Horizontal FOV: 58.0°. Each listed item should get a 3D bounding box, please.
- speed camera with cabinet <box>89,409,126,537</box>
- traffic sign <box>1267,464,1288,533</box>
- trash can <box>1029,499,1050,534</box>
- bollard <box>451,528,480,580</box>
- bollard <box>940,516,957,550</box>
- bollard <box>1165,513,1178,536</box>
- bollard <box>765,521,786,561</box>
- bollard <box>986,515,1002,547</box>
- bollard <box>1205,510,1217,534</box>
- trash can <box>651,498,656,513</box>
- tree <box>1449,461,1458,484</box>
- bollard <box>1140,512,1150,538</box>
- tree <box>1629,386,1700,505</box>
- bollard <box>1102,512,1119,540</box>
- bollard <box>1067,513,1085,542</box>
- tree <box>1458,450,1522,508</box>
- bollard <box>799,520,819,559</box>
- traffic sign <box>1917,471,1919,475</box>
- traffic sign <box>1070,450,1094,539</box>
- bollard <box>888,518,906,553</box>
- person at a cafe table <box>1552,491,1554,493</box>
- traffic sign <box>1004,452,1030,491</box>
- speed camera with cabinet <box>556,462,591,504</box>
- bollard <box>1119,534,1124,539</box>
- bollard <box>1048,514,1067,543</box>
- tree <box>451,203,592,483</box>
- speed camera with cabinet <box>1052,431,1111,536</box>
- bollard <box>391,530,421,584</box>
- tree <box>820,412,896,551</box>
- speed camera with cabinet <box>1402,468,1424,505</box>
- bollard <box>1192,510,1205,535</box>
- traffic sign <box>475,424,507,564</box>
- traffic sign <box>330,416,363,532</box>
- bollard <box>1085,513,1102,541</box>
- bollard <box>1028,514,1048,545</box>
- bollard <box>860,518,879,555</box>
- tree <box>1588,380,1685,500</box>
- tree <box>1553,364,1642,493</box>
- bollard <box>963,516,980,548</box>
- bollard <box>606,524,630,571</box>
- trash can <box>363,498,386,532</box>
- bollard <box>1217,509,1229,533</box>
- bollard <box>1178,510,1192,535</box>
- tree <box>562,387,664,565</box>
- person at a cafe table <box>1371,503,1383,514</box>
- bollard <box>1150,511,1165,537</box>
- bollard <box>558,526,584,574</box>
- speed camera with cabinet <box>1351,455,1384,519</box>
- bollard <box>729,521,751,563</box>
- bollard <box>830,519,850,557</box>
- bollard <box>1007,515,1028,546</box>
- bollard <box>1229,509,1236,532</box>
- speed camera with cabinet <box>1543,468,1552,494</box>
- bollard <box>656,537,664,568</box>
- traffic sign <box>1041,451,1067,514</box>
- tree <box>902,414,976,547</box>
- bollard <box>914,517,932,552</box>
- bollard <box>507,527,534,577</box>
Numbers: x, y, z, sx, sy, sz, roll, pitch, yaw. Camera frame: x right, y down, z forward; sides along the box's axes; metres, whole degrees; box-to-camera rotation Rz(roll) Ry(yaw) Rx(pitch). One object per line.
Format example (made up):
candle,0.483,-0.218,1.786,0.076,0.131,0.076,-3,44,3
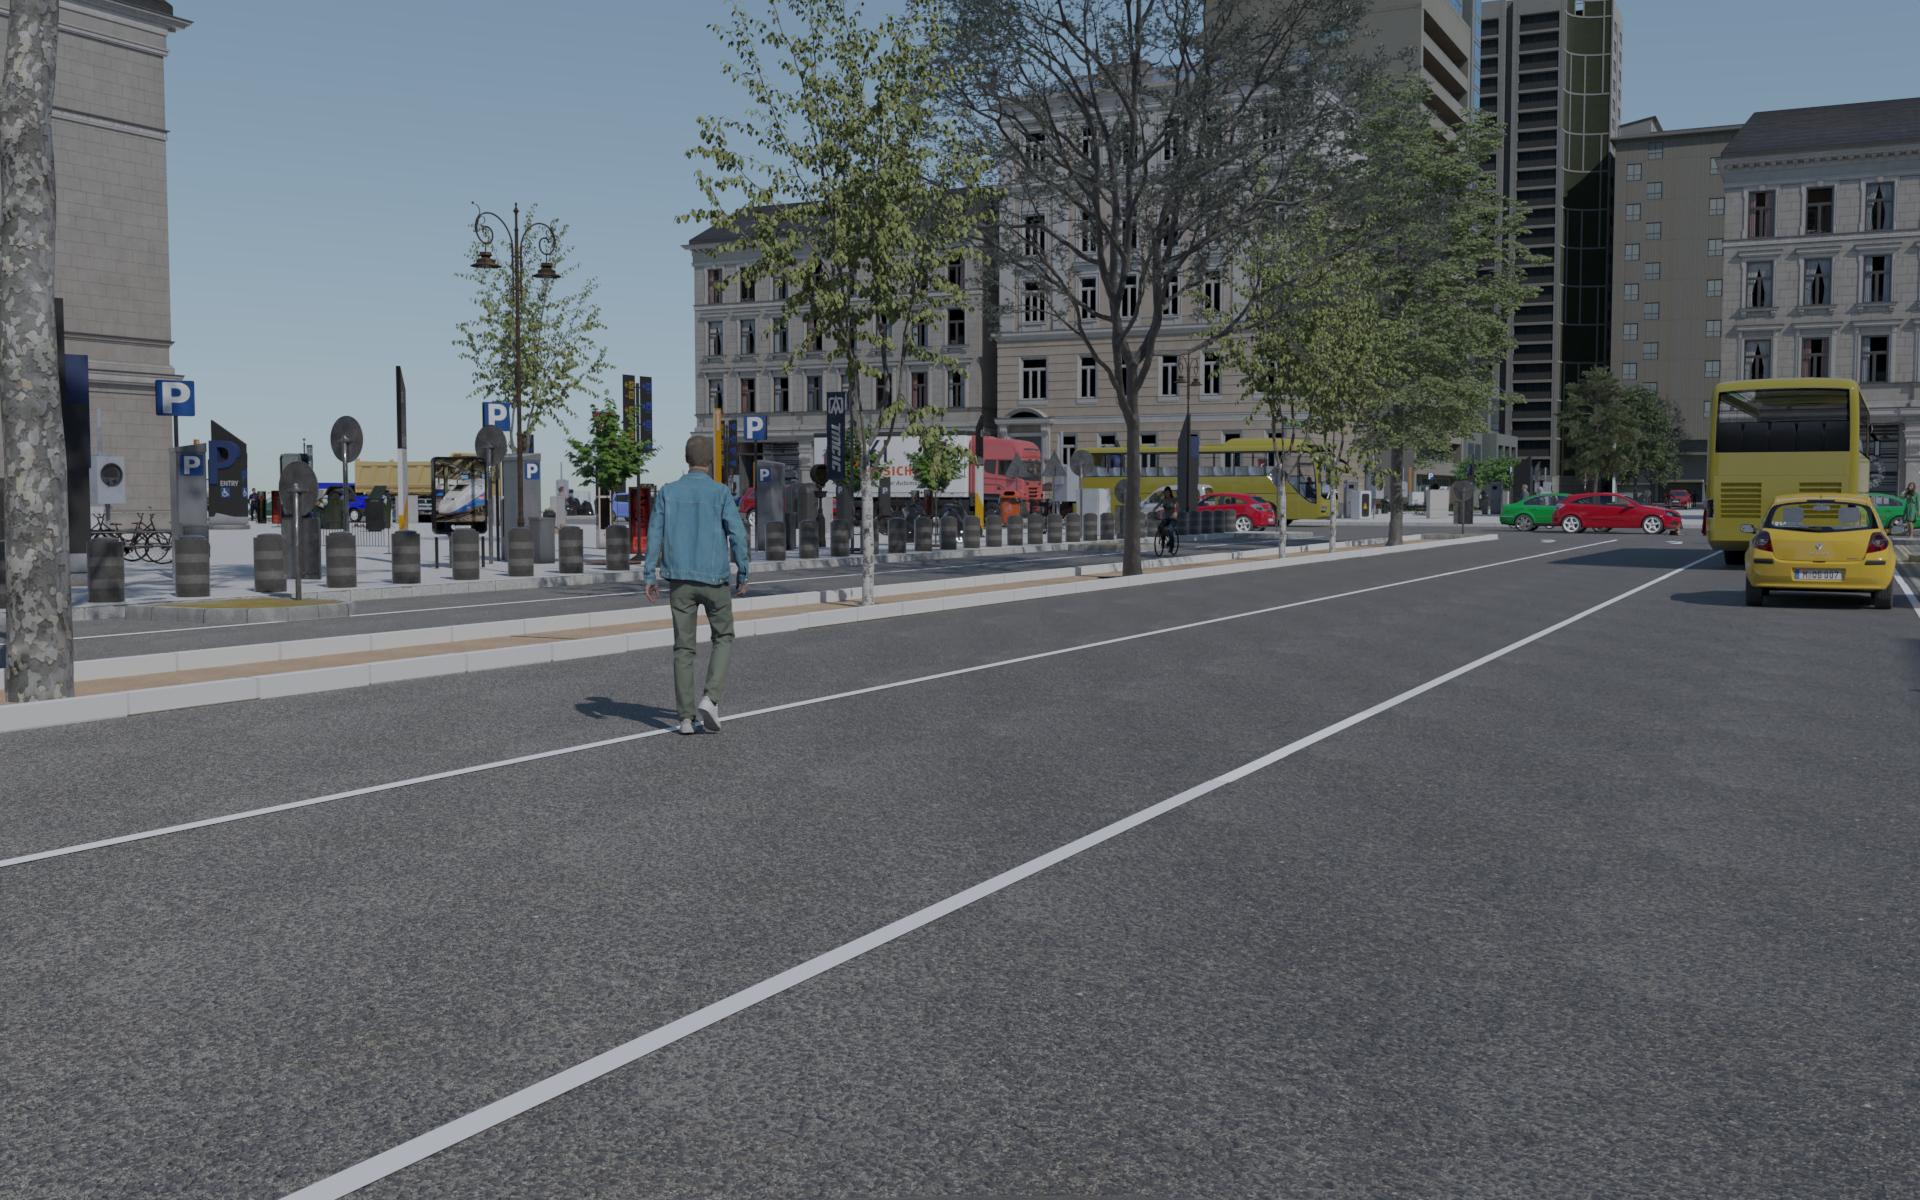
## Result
speed camera with cabinet,-20.154,-2.762,39.492,0.660,3.252,2.038,2,4,33
traffic sign,10.548,-3.296,57.538,0.795,2.450,0.064,2,4,27
trash can,2.538,-2.678,55.431,0.748,1.137,0.748,0,3,0
bollard,-7.409,-0.687,25.957,0.404,0.777,0.398,0,3,0
bollard,-0.271,-1.541,39.918,0.404,0.777,0.398,0,3,0
bollard,6.326,-2.331,52.823,0.404,0.777,0.398,0,3,0
bollard,-3.565,-1.147,33.477,0.404,0.777,0.398,0,3,0
bollard,0.822,-1.672,42.059,0.404,0.777,0.398,0,3,0
bollard,7.973,-2.528,56.045,0.404,0.777,0.398,0,3,0
trash can,-24.227,-7.503,134.327,0.748,1.137,0.748,0,3,0
tree,41.022,-9.514,139.268,4.285,4.588,4.351,0,3,0
bollard,5.225,-2.199,50.665,0.404,0.777,0.398,0,3,0
tree,78.328,-17.491,196.353,12.009,13.543,11.850,0,3,0
bollard,4.120,-2.067,48.508,0.404,0.777,0.398,0,3,0
bollard,3.021,-1.935,46.360,0.404,0.777,0.398,0,3,0
tree,40.495,-8.890,129.059,4.285,4.588,4.351,0,3,0
bollard,-3.014,-1.213,34.545,0.404,0.777,0.398,0,3,0
traffic sign,27.457,-2.768,48.902,0.795,2.450,0.064,2,4,27
traffic sign,3.491,-3.047,49.921,0.768,2.556,0.104,2,4,28
bollard,-1.372,-1.410,37.773,0.404,0.777,0.398,0,3,0
person at a cafe table,47.992,-8.068,140.428,1.698,1.524,1.622,2,4,25
traffic sign,1.761,-3.306,54.057,0.884,2.594,0.081,2,4,28
speed camera with cabinet,-24.014,-6.926,107.568,2.038,3.252,0.660,0,4,1
bollard,4.678,-2.133,49.595,0.404,0.777,0.398,0,3,0
bollard,2.474,-1.869,45.277,0.404,0.777,0.398,0,3,0
tree,-11.219,-5.777,44.808,4.737,8.622,4.395,0,3,0
speed camera with cabinet,3.780,-3.644,53.914,0.660,3.252,2.038,-3,5,-42
bollard,-7.959,-0.622,24.886,0.404,0.777,0.398,0,3,0
tree,-2.285,-2.726,39.180,1.663,3.219,1.824,0,3,0
speed camera with cabinet,33.722,-8.283,129.768,2.038,3.252,0.660,-1,4,-13
bollard,7.425,-2.462,54.975,0.404,0.777,0.398,0,3,0
traffic sign,-8.606,-1.933,31.710,0.768,2.556,0.104,2,4,28
traffic sign,-9.979,-1.714,28.138,0.768,2.556,0.104,2,4,30
bollard,3.568,-2.001,47.430,0.404,0.777,0.398,0,3,0
bollard,1.920,-1.804,44.207,0.404,0.777,0.398,0,3,0
bollard,-1.917,-1.344,36.698,0.404,0.777,0.398,0,3,0
tree,67.982,-15.735,174.277,9.611,12.733,9.660,0,3,0
tree,53.424,-13.657,145.347,6.751,12.117,7.091,0,3,0
bollard,0.277,-1.607,40.988,0.404,0.777,0.398,0,3,0
bollard,-5.765,-0.884,29.171,0.404,0.777,0.398,0,3,0
trash can,-19.940,-2.896,59.002,0.748,1.137,0.748,0,3,0
bollard,8.529,-2.594,57.132,0.404,0.777,0.398,0,3,0
bollard,6.875,-2.396,53.897,0.404,0.777,0.398,0,3,0
tree,-6.475,-2.260,31.555,1.663,3.219,1.824,0,3,0
person at a cafe table,25.867,-6.128,111.053,1.698,1.238,1.726,-3,4,-37
bollard,5.777,-2.264,51.740,0.404,0.777,0.398,0,3,0
bollard,-6.313,-0.819,28.101,0.404,0.777,0.398,0,3,0
speed camera with cabinet,20.755,-5.739,88.160,2.038,3.252,0.660,-3,5,-41
bollard,-4.112,-1.082,32.404,0.404,0.777,0.398,0,3,0
bollard,-2.470,-1.278,35.617,0.404,0.777,0.398,0,3,0
bollard,1.372,-1.738,43.136,0.404,0.777,0.398,0,3,0
bollard,9.075,-2.660,58.202,0.404,0.777,0.398,0,3,0
speed camera with cabinet,43.629,-8.228,128.860,0.660,3.252,2.038,2,4,26
bollard,-5.210,-0.951,30.261,0.404,0.777,0.398,0,3,0
traffic sign,2.820,-3.184,52.063,0.884,2.594,0.081,2,4,33
tree,-0.684,-2.911,42.204,1.663,3.219,1.824,0,3,0
bollard,-0.823,-1.476,38.842,0.404,0.777,0.398,0,3,0
bollard,-6.858,-0.753,27.029,0.404,0.777,0.398,0,3,0
